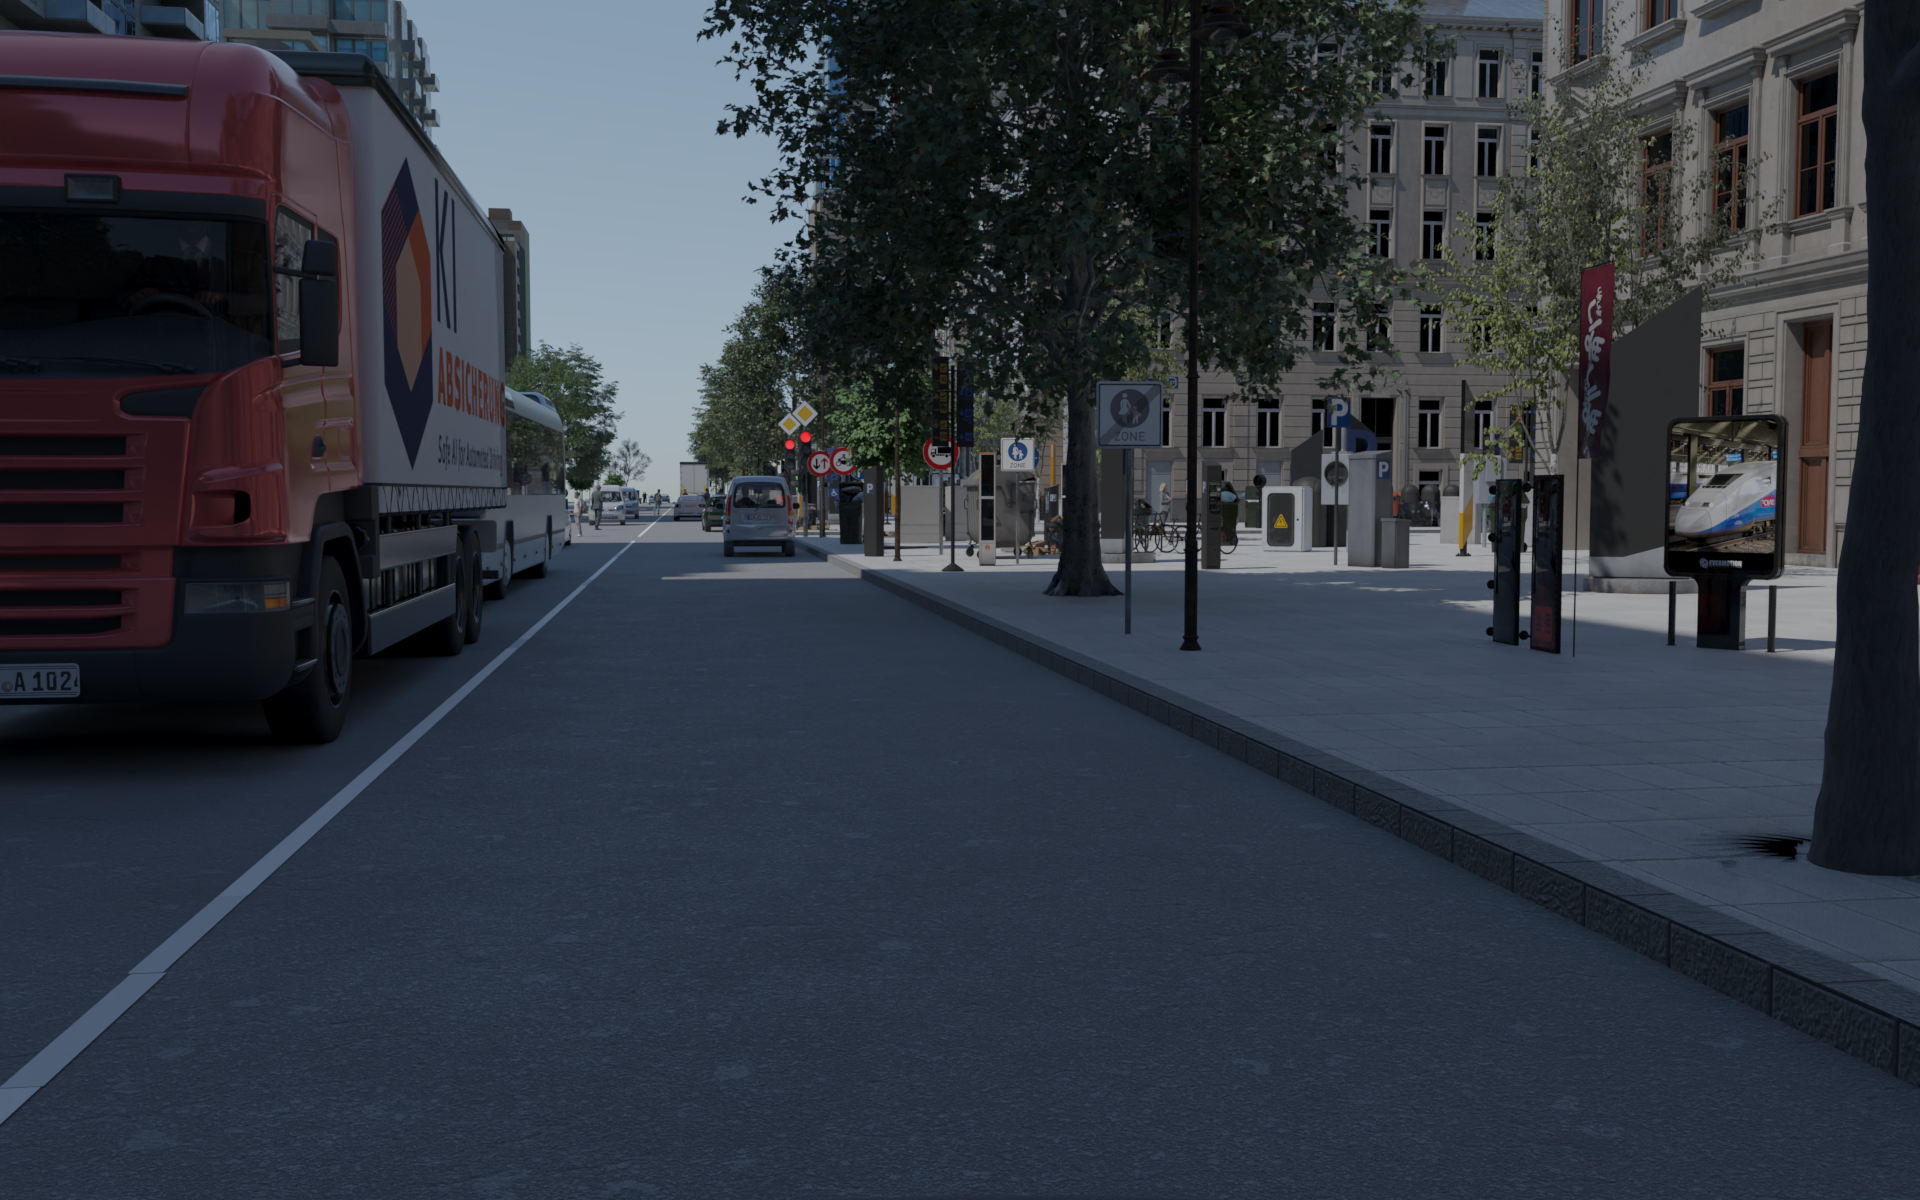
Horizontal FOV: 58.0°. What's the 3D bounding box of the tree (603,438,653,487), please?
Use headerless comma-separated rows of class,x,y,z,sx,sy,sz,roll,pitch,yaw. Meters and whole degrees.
tree,-54.562,-21.289,282.485,8.767,10.594,7.601,-2,4,-24

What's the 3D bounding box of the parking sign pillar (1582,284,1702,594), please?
parking sign pillar,8.976,-2.095,22.719,1.447,3.967,1.447,1,4,21

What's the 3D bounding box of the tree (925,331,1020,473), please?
tree,0.863,-7.439,71.997,4.737,8.622,4.395,0,3,0

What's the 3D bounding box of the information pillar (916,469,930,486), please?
information pillar,-1.085,-2.839,50.906,0.304,2.012,0.304,-2,4,-32

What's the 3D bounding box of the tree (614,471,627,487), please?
tree,-48.675,-15.927,244.125,4.285,4.588,4.351,0,3,0

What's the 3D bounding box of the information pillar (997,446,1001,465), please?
information pillar,1.965,-5.650,83.732,0.183,3.616,0.504,-3,5,-39

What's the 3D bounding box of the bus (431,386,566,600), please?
bus,-7.797,-1.912,26.115,2.948,3.499,13.247,-1,4,-8

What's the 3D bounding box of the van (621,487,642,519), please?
van,-19.640,-5.774,101.414,2.013,2.044,4.112,-1,4,-10

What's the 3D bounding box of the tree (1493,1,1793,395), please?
tree,9.897,-4.642,26.262,4.360,8.622,3.978,0,3,0

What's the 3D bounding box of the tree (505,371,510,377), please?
tree,-24.931,-8.439,88.340,4.737,8.622,4.395,0,3,0

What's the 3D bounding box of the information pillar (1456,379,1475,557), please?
information pillar,10.406,-2.705,35.576,0.183,3.616,0.504,3,5,41

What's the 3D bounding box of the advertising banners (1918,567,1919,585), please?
advertising banners,13.602,-1.727,24.417,2.074,3.025,0.090,-2,4,-24

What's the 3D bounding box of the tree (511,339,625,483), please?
tree,-32.950,-14.494,143.626,9.857,13.997,8.962,0,3,0

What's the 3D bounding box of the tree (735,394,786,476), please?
tree,-12.372,-9.478,105.320,4.360,8.622,3.978,0,3,0

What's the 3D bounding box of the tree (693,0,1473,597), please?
tree,1.490,-6.412,21.851,9.611,12.733,9.660,0,3,0

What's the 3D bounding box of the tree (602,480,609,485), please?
tree,-47.043,-14.363,229.429,1.663,3.219,1.824,0,3,0

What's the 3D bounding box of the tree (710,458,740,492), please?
tree,-36.132,-18.748,256.894,4.737,8.622,4.395,0,3,0

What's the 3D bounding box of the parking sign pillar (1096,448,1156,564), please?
parking sign pillar,2.963,-2.691,32.467,1.447,3.967,1.447,1,4,15

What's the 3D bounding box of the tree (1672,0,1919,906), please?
tree,3.204,-5.815,5.444,12.009,13.543,11.850,0,3,0

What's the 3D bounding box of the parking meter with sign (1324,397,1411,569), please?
parking meter with sign,7.193,-2.091,30.443,0.543,3.016,1.738,-2,4,-30

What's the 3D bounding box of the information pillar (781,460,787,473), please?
information pillar,-11.401,-7.406,112.448,0.504,3.616,0.183,1,4,12

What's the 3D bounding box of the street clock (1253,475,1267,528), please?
street clock,11.188,-3.677,64.681,0.358,2.002,0.471,-3,5,-40

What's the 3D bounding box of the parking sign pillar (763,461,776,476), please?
parking sign pillar,-13.146,-8.039,119.916,1.447,3.967,1.447,1,4,20

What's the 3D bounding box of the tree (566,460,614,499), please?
tree,-36.608,-11.215,167.075,4.285,4.588,4.351,0,3,0

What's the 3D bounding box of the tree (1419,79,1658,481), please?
tree,10.629,-4.952,31.329,4.737,8.622,4.395,0,3,0

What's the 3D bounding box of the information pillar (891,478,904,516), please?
information pillar,-2.316,-4.499,64.908,0.504,3.616,0.183,-1,4,-11

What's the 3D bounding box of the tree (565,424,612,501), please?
tree,-38.713,-13.910,177.782,4.737,8.622,4.395,0,3,0

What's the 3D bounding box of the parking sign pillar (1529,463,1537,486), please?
parking sign pillar,38.678,-7.744,115.087,1.447,3.967,1.447,-2,4,-29

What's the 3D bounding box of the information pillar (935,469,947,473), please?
information pillar,-0.711,-4.244,60.737,0.504,3.616,0.183,-2,4,-28

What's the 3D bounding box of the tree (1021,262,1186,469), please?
tree,4.417,-5.903,46.880,4.737,8.622,4.395,0,3,0

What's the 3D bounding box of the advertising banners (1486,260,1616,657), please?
advertising banners,4.768,-1.093,14.058,0.090,3.025,2.074,0,4,-7

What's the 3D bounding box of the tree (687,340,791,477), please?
tree,-16.202,-12.800,127.408,7.486,12.596,7.792,0,3,0

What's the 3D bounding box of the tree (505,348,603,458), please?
tree,-29.734,-12.151,124.430,9.928,11.665,9.643,0,3,0

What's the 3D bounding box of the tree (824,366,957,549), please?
tree,-1.544,-3.499,40.916,4.285,4.588,4.351,0,3,0

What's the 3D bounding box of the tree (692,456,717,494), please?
tree,-39.484,-21.730,281.047,9.928,11.665,9.643,0,3,0

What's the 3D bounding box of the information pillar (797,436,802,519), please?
information pillar,-6.406,-4.755,69.103,0.183,3.616,0.504,-1,4,-13

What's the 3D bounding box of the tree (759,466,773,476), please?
tree,-12.234,-7.100,110.681,1.663,3.219,1.824,0,3,0

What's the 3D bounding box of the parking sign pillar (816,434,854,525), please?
parking sign pillar,-5.307,-5.147,72.624,1.447,3.967,1.447,0,4,-7

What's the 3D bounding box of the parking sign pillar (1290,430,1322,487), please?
parking sign pillar,14.411,-5.117,72.140,1.447,3.967,1.447,0,4,2

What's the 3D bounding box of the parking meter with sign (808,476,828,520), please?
parking meter with sign,-5.806,-4.798,74.715,1.738,3.016,0.543,-2,4,-27

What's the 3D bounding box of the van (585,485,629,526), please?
van,-16.329,-4.476,80.191,2.013,2.044,4.112,-1,4,-11

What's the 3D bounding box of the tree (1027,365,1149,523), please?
tree,5.123,-6.952,64.022,4.360,8.622,3.978,0,3,0

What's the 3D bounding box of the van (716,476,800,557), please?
van,-4.782,-2.082,41.053,2.013,2.044,4.112,0,4,-7

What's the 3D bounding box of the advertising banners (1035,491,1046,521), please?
advertising banners,3.270,-5.304,82.901,2.074,3.025,0.090,-1,4,-12

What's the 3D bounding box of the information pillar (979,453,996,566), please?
information pillar,0.489,-1.615,30.900,0.304,2.012,0.304,0,4,0

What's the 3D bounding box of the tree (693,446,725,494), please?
tree,-27.434,-16.380,202.219,8.767,10.594,7.601,0,4,6

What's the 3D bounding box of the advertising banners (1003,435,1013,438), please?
advertising banners,0.959,-3.344,50.870,0.090,3.025,2.074,3,4,37

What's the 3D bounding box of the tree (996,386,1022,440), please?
tree,3.398,-7.773,77.451,4.360,8.622,3.978,0,3,0

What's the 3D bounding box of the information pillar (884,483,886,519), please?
information pillar,-2.422,-3.612,50.411,0.504,3.616,0.183,2,4,30

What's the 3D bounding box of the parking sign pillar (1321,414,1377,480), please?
parking sign pillar,12.025,-3.903,52.292,1.447,3.967,1.447,-1,4,-21
